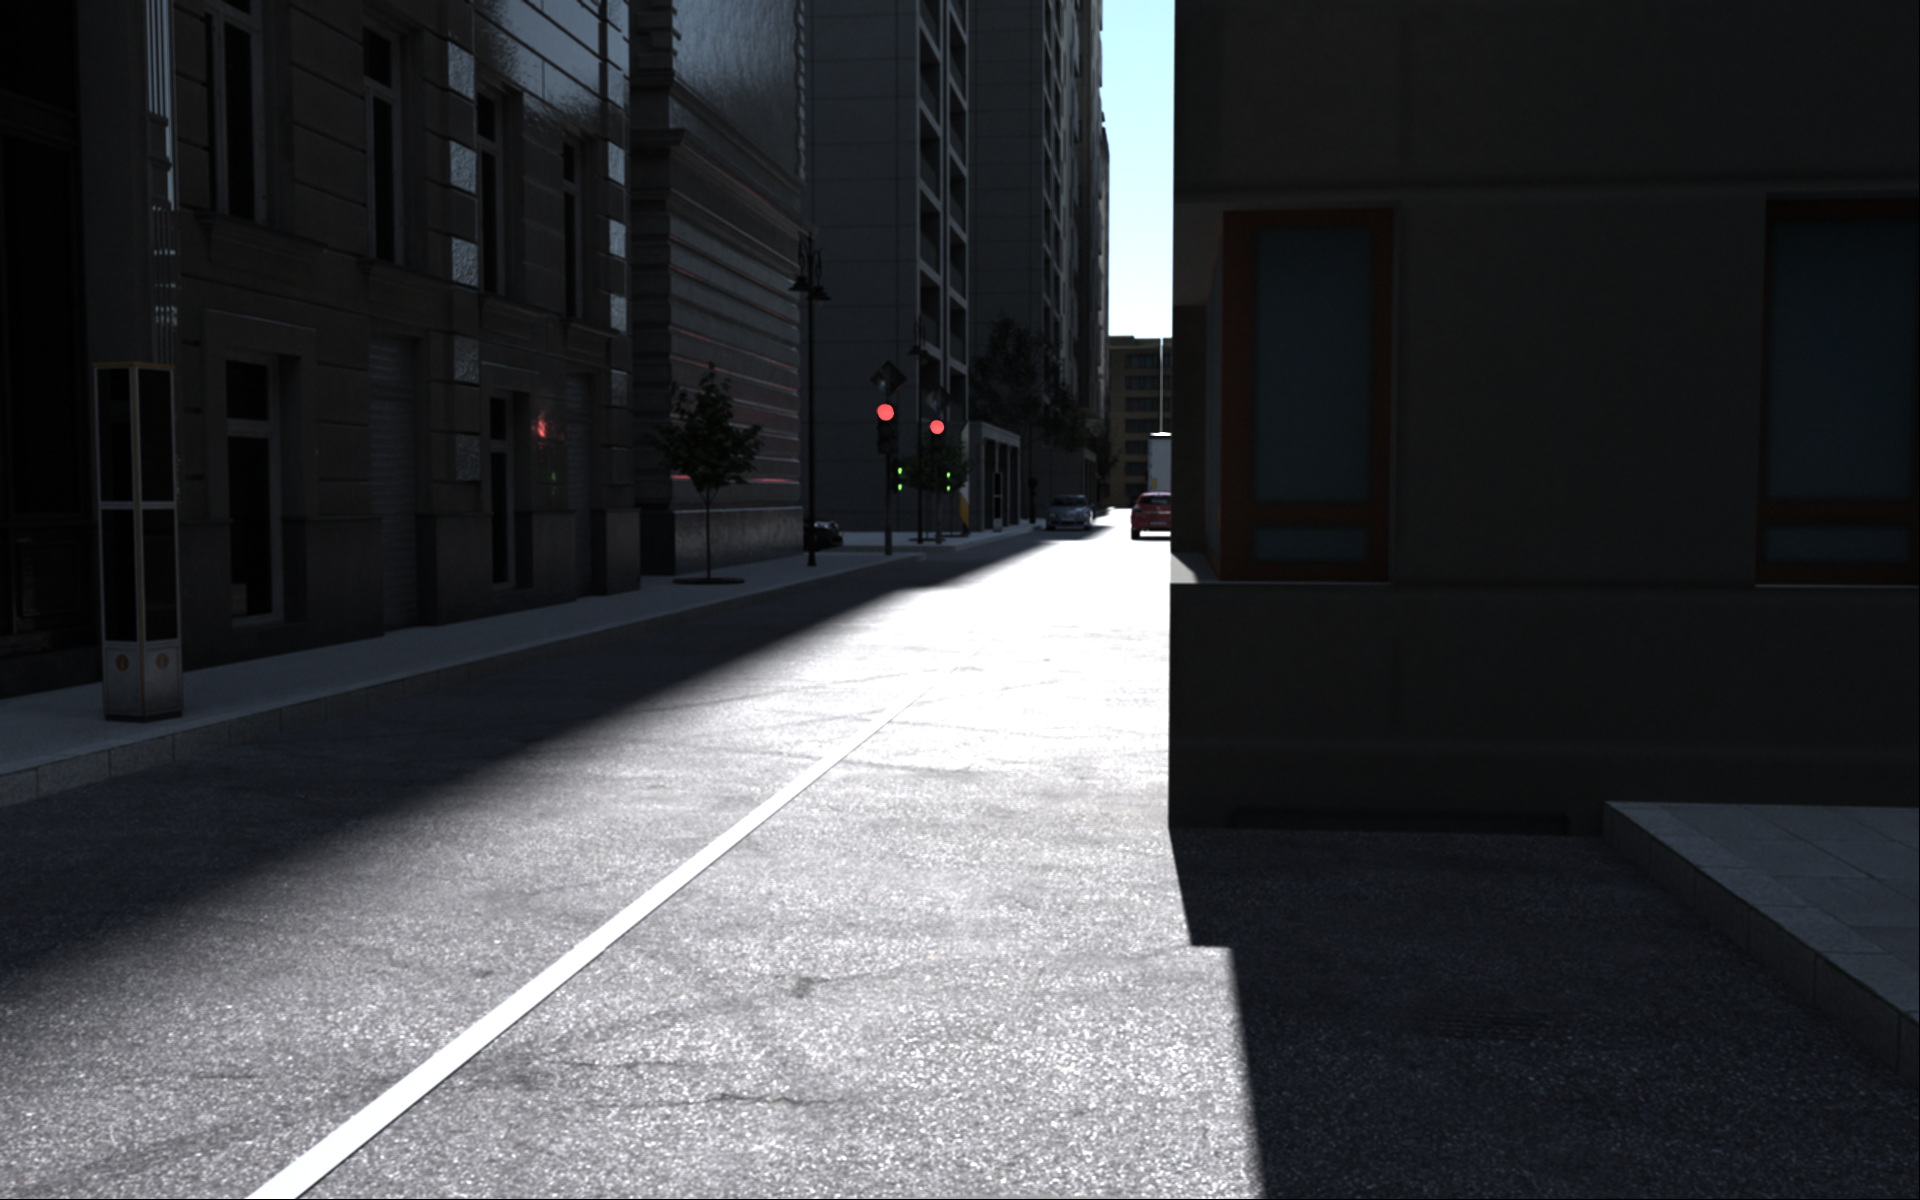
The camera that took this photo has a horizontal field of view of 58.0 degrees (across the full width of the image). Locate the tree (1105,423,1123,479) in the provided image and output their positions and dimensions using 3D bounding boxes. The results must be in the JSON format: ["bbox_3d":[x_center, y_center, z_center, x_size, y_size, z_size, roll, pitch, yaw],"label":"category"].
[{"bbox_3d":[14.609,-13.868,177.111,4.737,8.622,4.395,0,3,0],"label":"tree"}]

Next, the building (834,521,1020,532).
[{"bbox_3d":[-8.147,-38.495,67.638,20.563,71.187,20.611,0,4,7],"label":"building"}]

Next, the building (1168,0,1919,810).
[{"bbox_3d":[16.363,-10.667,19.443,27.650,21.520,28.899,0,4,7],"label":"building"}]

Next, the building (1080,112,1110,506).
[{"bbox_3d":[9.142,-30.856,188.090,14.086,41.232,14.154,0,4,7],"label":"building"}]

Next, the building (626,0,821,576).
[{"bbox_3d":[-13.058,-12.442,32.297,19.941,23.489,11.050,0,4,7],"label":"building"}]

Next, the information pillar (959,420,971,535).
[{"bbox_3d":[0.134,-3.876,54.724,0.183,3.616,0.504,2,4,31],"label":"information pillar"}]

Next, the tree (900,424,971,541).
[{"bbox_3d":[-0.784,-3.246,47.677,1.663,3.219,1.824,0,3,0],"label":"tree"}]

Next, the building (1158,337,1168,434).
[{"bbox_3d":[39.410,-22.515,213.160,28.899,21.520,27.650,0,4,7],"label":"building"}]

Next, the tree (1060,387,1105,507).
[{"bbox_3d":[7.191,-10.151,116.327,4.737,8.622,4.395,0,3,0],"label":"tree"}]

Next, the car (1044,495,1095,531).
[{"bbox_3d":[4.380,-3.494,69.126,2.014,1.417,4.499,0,4,6],"label":"car"}]

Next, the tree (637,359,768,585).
[{"bbox_3d":[-3.507,-1.853,24.894,1.663,3.219,1.824,0,3,0],"label":"tree"}]

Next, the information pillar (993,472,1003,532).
[{"bbox_3d":[1.277,-3.295,58.367,0.304,2.012,0.304,0,4,6],"label":"information pillar"}]

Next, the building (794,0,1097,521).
[{"bbox_3d":[-2.363,-40.502,100.465,20.563,71.187,20.611,0,4,7],"label":"building"}]

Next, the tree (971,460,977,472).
[{"bbox_3d":[-0.391,-3.492,51.689,1.663,3.219,1.824,0,3,0],"label":"tree"}]

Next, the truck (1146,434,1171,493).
[{"bbox_3d":[10.675,-5.976,86.614,2.839,4.237,11.283,0,4,7],"label":"truck"}]

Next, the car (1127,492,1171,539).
[{"bbox_3d":[6.548,-2.925,56.861,2.155,1.783,4.494,0,4,7],"label":"car"}]

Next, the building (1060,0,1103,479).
[{"bbox_3d":[-0.708,-34.955,160.754,28.713,52.752,27.495,0,4,7],"label":"building"}]

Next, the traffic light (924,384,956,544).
[{"bbox_3d":[-0.527,-3.386,44.289,0.839,4.253,0.868,0,4,7],"label":"traffic light"}]

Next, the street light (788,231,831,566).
[{"bbox_3d":[-2.645,-3.544,30.740,0.468,5.910,1.993,0,4,7],"label":"street light"}]

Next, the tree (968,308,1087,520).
[{"bbox_3d":[2.951,-9.339,87.112,7.601,10.594,8.767,1,4,11],"label":"tree"}]

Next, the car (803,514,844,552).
[{"bbox_3d":[-4.898,-1.938,41.473,4.222,1.686,2.009,0,4,7],"label":"car"}]

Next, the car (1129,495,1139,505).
[{"bbox_3d":[19.536,-10.864,190.210,1.945,1.354,3.894,0,4,6],"label":"car"}]

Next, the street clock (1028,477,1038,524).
[{"bbox_3d":[3.154,-4.312,75.070,0.358,2.002,0.471,-2,4,-26],"label":"street clock"}]

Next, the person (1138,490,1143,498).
[{"bbox_3d":[18.691,-10.366,177.612,0.705,1.869,1.348,-3,5,-45],"label":"person"}]

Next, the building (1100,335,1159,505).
[{"bbox_3d":[10.592,-22.764,217.227,28.899,21.520,27.650,0,4,7],"label":"building"}]

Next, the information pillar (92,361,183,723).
[{"bbox_3d":[-4.653,-0.326,9.815,0.304,2.012,0.304,1,4,20],"label":"information pillar"}]

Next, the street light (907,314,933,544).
[{"bbox_3d":[-1.031,-4.392,44.596,0.468,5.910,1.993,0,4,7],"label":"street light"}]

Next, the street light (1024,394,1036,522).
[{"bbox_3d":[3.224,-6.490,78.897,0.468,5.910,1.993,0,4,7],"label":"street light"}]

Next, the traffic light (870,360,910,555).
[{"bbox_3d":[-1.491,-2.902,36.362,0.839,4.253,0.868,0,4,7],"label":"traffic light"}]

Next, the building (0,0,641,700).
[{"bbox_3d":[-11.333,-13.073,11.007,12.463,27.353,25.104,0,4,7],"label":"building"}]

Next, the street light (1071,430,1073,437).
[{"bbox_3d":[7.369,-8.576,113.009,0.468,5.910,1.993,0,4,7],"label":"street light"}]
